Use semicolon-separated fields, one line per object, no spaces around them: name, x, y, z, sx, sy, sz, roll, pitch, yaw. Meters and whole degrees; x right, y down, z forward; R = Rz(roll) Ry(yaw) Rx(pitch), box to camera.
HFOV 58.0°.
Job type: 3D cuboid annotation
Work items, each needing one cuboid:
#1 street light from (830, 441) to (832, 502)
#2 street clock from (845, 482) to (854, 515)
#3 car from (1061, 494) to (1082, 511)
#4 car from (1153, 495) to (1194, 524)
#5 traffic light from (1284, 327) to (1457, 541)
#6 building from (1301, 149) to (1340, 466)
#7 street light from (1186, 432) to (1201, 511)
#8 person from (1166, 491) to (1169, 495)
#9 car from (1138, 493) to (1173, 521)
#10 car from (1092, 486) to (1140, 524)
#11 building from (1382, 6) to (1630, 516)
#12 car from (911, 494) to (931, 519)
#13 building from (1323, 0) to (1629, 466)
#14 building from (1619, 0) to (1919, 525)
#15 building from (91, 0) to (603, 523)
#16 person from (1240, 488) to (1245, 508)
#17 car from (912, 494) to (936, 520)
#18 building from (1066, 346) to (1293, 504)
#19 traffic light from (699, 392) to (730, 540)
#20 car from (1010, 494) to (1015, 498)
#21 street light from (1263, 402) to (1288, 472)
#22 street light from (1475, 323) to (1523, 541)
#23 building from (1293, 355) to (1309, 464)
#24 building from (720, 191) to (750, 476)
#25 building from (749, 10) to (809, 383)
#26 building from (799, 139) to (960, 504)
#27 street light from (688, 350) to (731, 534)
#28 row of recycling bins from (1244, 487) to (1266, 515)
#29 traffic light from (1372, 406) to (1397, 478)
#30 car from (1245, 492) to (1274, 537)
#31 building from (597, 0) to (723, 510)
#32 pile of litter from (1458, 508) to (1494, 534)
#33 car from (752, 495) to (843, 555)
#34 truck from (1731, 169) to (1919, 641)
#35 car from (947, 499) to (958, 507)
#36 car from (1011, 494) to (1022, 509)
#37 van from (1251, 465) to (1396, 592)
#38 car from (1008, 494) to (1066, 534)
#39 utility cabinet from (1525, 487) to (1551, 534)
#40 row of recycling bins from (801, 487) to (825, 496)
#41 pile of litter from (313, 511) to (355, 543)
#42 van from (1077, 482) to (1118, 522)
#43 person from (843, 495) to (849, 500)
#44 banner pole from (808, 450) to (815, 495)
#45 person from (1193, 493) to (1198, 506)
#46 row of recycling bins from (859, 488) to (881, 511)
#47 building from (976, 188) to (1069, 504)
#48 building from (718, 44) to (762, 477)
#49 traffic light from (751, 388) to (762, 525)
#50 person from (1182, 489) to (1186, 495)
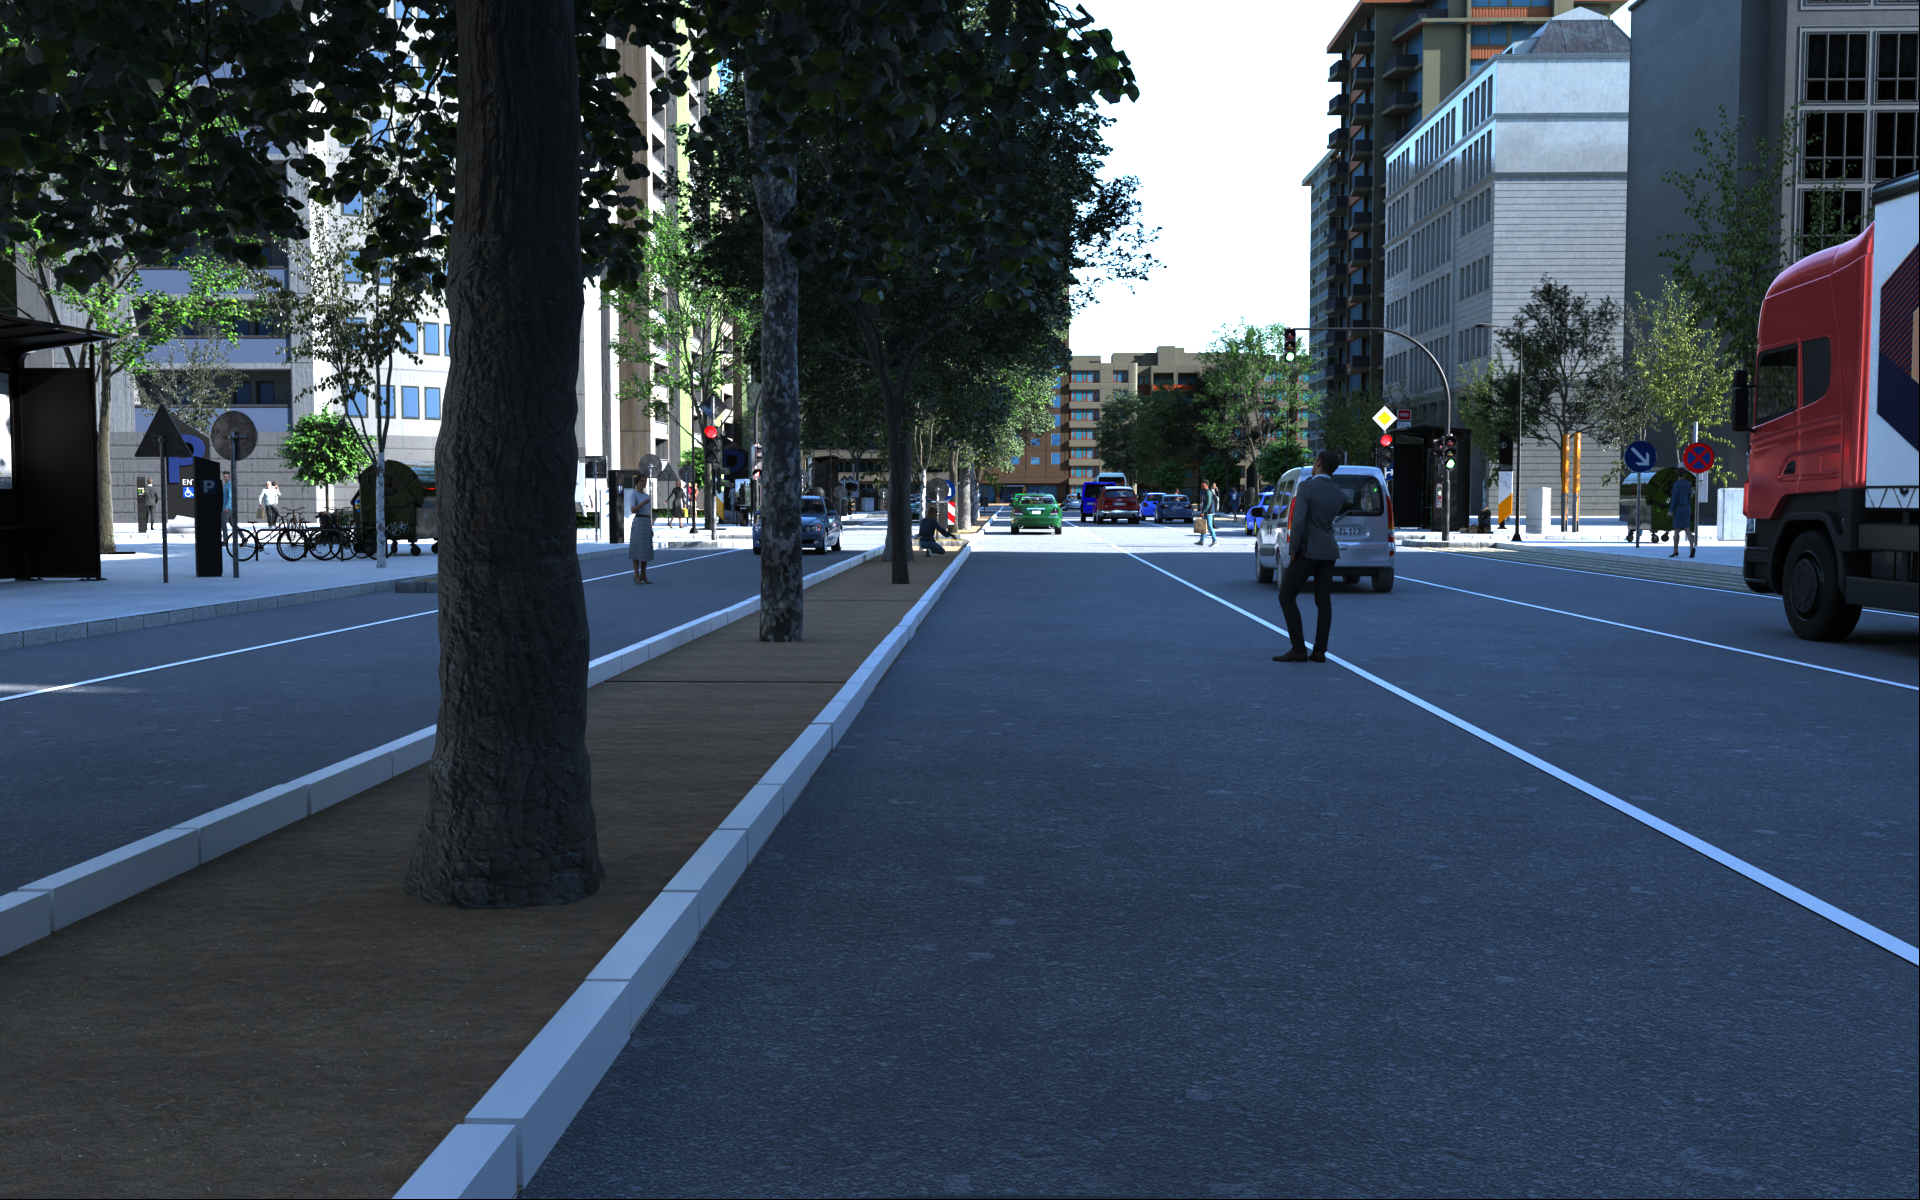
street light;-6.727;-7.637;97.403;1.470;5.913;1.316;0;4;2
street clock;-6.765;-6.217;106.211;0.471;2.002;0.358;-2;4;-26
car;9.494;-8.115;144.689;2.014;1.417;4.499;0;3;0
car;10.556;-4.499;85.568;2.014;1.417;4.499;0;4;3
traffic light;11.162;-4.437;47.211;4.771;5.953;1.251;0;4;2
building;49.476;-29.806;179.201;32.217;40.220;23.993;0;4;2
street light;17.233;-9.550;128.687;1.470;5.913;1.316;0;4;2
person;23.497;-11.511;195.717;0.415;1.643;0.593;-1;4;-15
car;10.552;-5.134;93.539;1.945;1.707;3.694;0;4;2
car;7.563;-4.608;84.008;2.281;1.827;5.304;0;4;1
building;36.657;-20.622;114.661;11.434;29.767;29.804;0;4;2
car;-2.467;-4.695;88.569;2.131;1.459;4.920;0;4;2
building;44.333;-30.463;152.698;22.147;44.769;28.867;0;4;2
building;43.022;-17.166;74.172;24.014;27.812;14.314;0;4;2
building;-32.296;-33.415;88.334;21.231;58.520;28.212;0;4;2
person;25.448;-9.177;156.163;1.350;1.814;0.705;3;4;36
car;-1.825;-5.243;97.525;2.131;1.459;4.920;0;4;2
building;29.220;-24.252;241.558;28.899;21.520;27.650;0;4;2
traffic light;-6.797;-3.606;47.876;0.839;4.253;0.868;0;4;2
car;6.932;-11.647;202.234;2.131;1.459;4.920;0;4;2
street light;15.962;-7.026;87.424;1.470;5.913;1.316;0;4;2
street light;14.704;-4.568;47.233;1.470;5.913;1.316;0;4;2
building;59.084;-24.250;241.519;28.899;21.520;27.650;0;4;2
building;-26.753;-23.383;154.005;14.160;30.474;14.107;0;4;2
building;-31.679;-48.921;238.106;20.611;71.187;20.563;0;4;2
building;-10.559;-37.632;238.989;21.600;48.544;21.300;0;4;2
street light;-8.094;-5.105;56.015;1.470;5.913;1.316;0;4;2
row of recycling bins;18.789;-5.893;103.460;3.534;1.692;1.069;0;4;7
traffic light;13.496;-4.058;55.271;0.839;4.253;0.868;0;4;2
car;10.801;-3.051;59.481;1.945;1.707;3.694;0;4;2
building;-27.383;-27.891;139.619;14.154;41.232;14.086;0;4;2
pile of litter;16.903;-2.611;56.662;1.176;0.858;1.719;2;4;28
car;-3.944;-1.870;42.572;2.014;1.417;4.499;0;4;3
truck;9.393;-1.499;13.428;2.839;4.237;11.283;0;4;0
car;-0.503;-10.291;178.036;2.009;1.686;4.222;0;4;3
car;5.291;-8.430;146.633;1.959;1.807;4.718;0;4;2
van;5.558;-1.202;26.667;2.013;2.044;4.112;0;4;3
car;2.783;-3.123;62.864;2.131;1.459;4.920;0;4;3
utility cabinet;18.591;-2.873;55.658;0.318;1.500;1.173;0;4;-7
row of recycling bins;-9.492;-5.754;101.194;3.534;1.692;1.069;2;4;24
pile of litter;-16.307;-1.892;44.892;1.719;0.858;1.176;1;4;21
van;7.176;-5.207;89.513;2.240;2.365;5.245;0;4;4
person;-9.882;-8.637;147.251;1.348;1.826;0.705;-2;4;-24
banner pole;-8.471;-6.661;98.926;0.401;3.779;0.863;-3;4;-37
person;26.285;-11.252;190.732;1.217;1.735;0.721;1;4;14
row of recycling bins;-6.760;-7.481;129.426;1.069;1.692;3.534;1;4;13
building;7.480;-35.763;234.836;14.200;45.320;14.600;0;4;2
building;-34.594;-53.128;181.309;31.000;86.520;22.319;0;4;2
traffic light;-4.463;-4.964;55.830;4.771;5.953;1.251;0;4;2
person;22.191;-10.082;171.433;0.434;1.755;0.990;-1;4;-15
